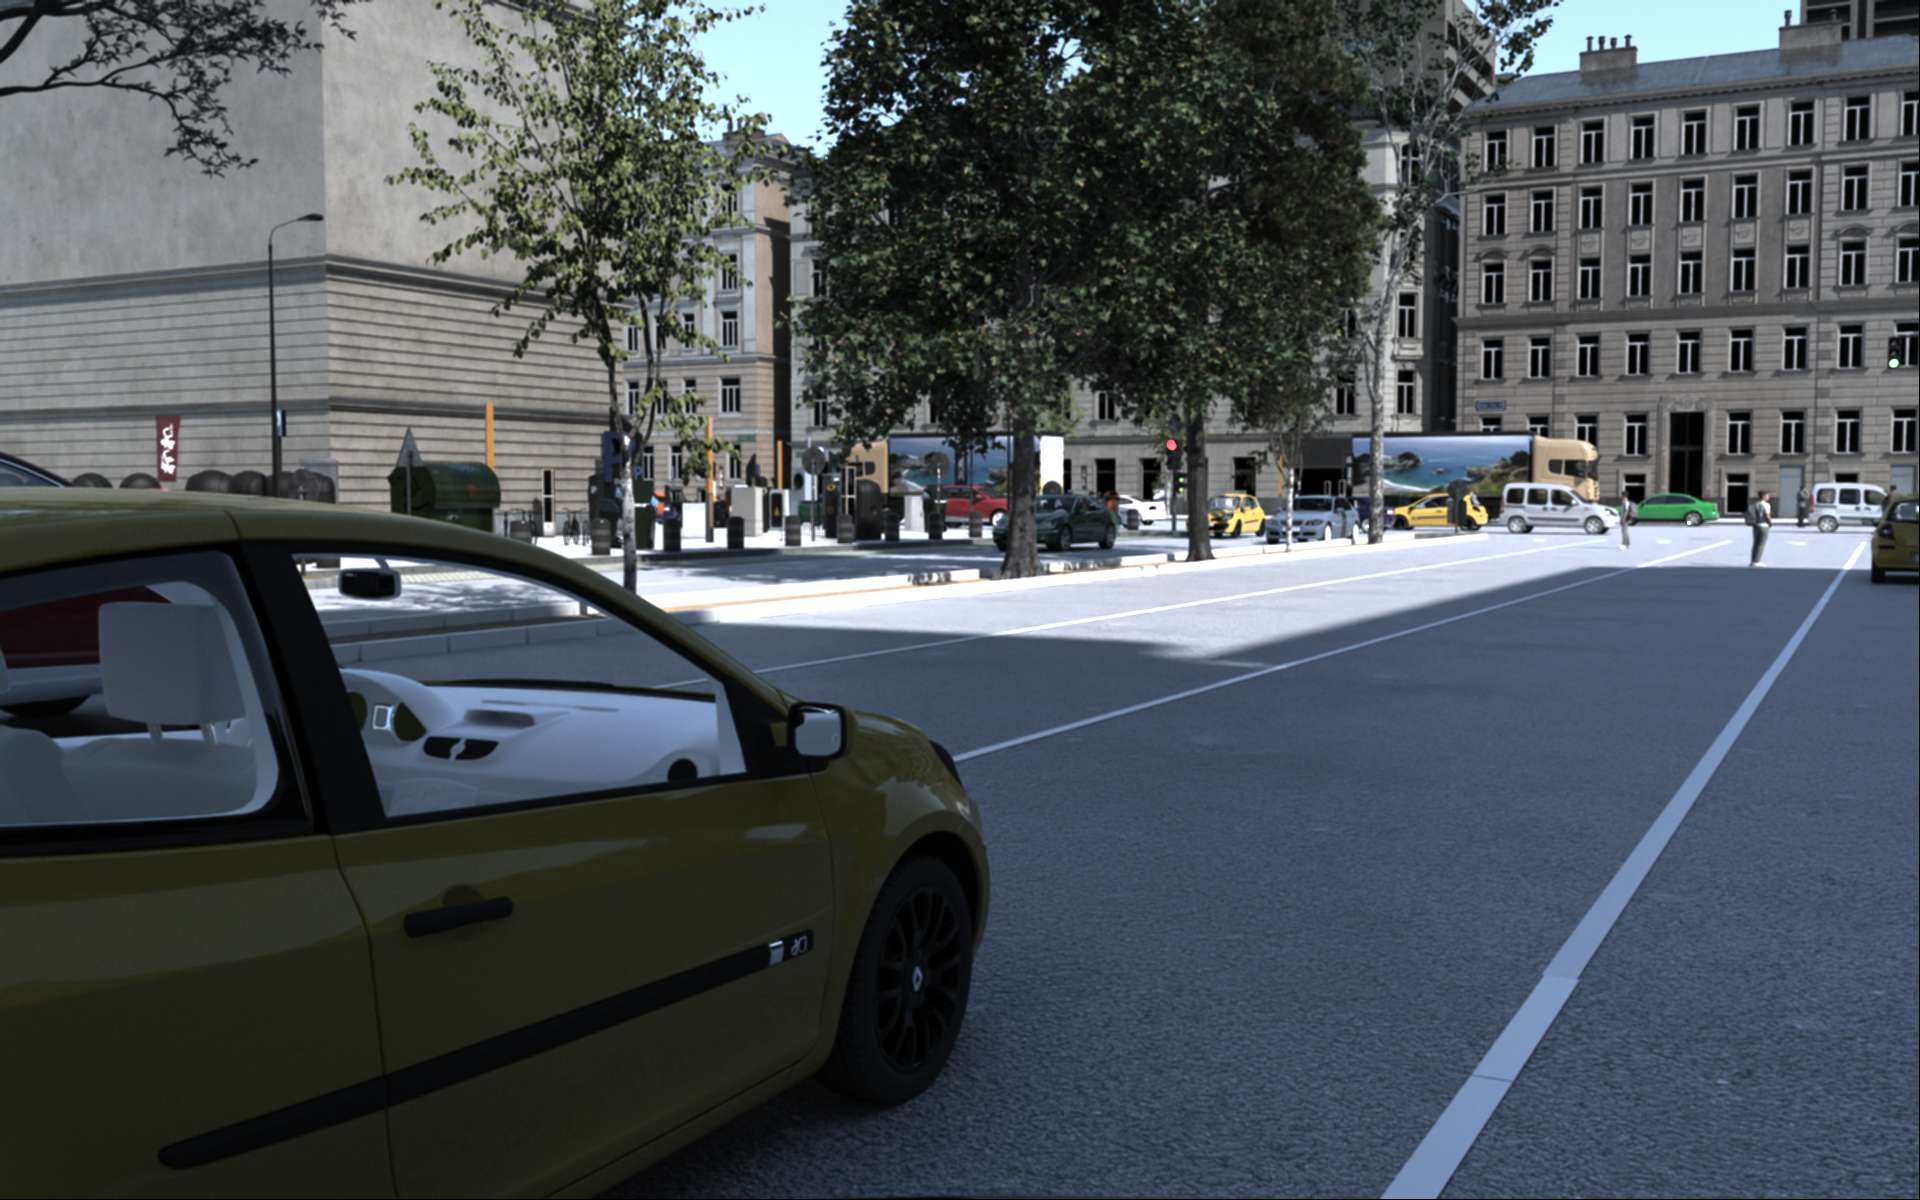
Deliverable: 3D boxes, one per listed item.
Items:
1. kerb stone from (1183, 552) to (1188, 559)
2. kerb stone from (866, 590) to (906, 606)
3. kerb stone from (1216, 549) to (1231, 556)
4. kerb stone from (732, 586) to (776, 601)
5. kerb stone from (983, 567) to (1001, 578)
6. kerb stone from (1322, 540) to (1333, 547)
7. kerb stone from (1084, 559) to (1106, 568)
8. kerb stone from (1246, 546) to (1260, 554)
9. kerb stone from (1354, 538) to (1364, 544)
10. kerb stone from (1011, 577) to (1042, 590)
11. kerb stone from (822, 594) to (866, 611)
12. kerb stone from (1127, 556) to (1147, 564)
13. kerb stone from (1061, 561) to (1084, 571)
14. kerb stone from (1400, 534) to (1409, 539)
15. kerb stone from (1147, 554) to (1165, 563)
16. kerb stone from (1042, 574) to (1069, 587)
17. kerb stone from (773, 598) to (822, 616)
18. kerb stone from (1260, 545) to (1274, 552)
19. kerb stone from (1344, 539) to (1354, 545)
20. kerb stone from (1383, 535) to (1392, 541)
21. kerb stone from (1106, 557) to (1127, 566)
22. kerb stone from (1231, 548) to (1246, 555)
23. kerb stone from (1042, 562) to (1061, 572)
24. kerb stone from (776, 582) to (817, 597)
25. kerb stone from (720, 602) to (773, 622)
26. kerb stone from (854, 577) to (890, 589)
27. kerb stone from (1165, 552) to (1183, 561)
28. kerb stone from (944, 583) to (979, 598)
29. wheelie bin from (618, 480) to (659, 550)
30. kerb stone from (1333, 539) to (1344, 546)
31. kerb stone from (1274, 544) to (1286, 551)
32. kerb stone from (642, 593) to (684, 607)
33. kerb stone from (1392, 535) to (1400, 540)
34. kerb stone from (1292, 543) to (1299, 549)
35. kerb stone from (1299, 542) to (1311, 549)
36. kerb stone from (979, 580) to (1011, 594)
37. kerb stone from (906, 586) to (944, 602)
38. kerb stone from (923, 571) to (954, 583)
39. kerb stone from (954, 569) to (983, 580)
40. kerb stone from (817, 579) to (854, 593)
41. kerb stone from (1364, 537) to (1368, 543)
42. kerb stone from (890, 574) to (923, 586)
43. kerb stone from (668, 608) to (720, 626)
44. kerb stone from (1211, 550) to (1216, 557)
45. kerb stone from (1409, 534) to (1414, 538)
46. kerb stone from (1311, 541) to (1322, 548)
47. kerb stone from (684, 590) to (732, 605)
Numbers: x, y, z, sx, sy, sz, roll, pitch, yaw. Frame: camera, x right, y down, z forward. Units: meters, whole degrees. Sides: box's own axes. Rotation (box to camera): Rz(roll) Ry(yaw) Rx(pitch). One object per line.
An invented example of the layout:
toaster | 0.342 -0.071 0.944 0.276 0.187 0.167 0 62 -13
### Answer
kerb stone | 4.968 -0.970 38.061 0.120 0.150 1.000 2 4 28
kerb stone | -1.036 -0.022 22.551 0.120 0.150 1.000 2 4 28
kerb stone | 5.956 -1.081 39.864 0.120 0.150 1.000 2 4 28
kerb stone | -2.871 -0.076 23.554 0.120 0.150 1.000 2 4 28
kerb stone | 0.555 -0.471 29.892 0.120 0.150 1.000 2 4 28
kerb stone | 9.885 -1.524 47.115 0.120 0.150 1.000 2 4 28
kerb stone | 2.513 -0.693 33.525 0.120 0.150 1.000 2 4 28
kerb stone | 6.935 -1.188 41.676 0.120 0.150 1.000 2 4 28
kerb stone | 11.354 -1.686 49.826 0.120 0.150 1.000 2 4 28
kerb stone | 0.928 -0.243 26.167 0.120 0.150 1.000 2 4 28
kerb stone | -1.516 0.034 21.643 0.120 0.150 1.000 2 4 28
kerb stone | 3.508 -0.804 35.338 0.120 0.150 1.000 2 4 28
kerb stone | 2.027 -0.637 32.609 0.120 0.150 1.000 2 4 28
kerb stone | 13.813 -1.964 54.350 0.120 0.150 1.000 2 4 28
kerb stone | 3.996 -0.856 36.242 0.120 0.150 1.000 2 4 28
kerb stone | 1.407 -0.298 27.075 0.120 0.150 1.000 2 4 28
kerb stone | -2.013 0.089 20.745 0.120 0.150 1.000 2 4 28
kerb stone | 7.431 -1.242 42.587 0.120 0.150 1.000 2 4 28
kerb stone | 10.863 -1.634 48.920 0.120 0.150 1.000 2 4 28
kerb stone | 12.827 -1.856 52.540 0.120 0.150 1.000 2 4 28
kerb stone | 3.015 -0.747 34.430 0.120 0.150 1.000 2 4 28
kerb stone | 6.441 -1.136 40.769 0.120 0.150 1.000 2 4 28
kerb stone | 1.535 -0.582 31.707 0.120 0.150 1.000 2 4 28
kerb stone | -2.386 -0.138 24.459 0.120 0.150 1.000 2 4 28
kerb stone | -2.504 0.144 19.842 0.120 0.150 1.000 2 4 28
kerb stone | -1.409 -0.249 26.265 0.120 0.150 1.000 2 4 28
kerb stone | 4.489 -0.915 37.149 0.120 0.150 1.000 2 4 28
kerb stone | -0.051 -0.132 24.355 0.120 0.150 1.000 2 4 28
wheelie bin | -7.426 -1.971 40.126 0.980 1.594 0.693 0 4 3
kerb stone | 10.374 -1.579 48.018 0.120 0.150 1.000 2 4 28
kerb stone | 7.917 -1.302 43.491 0.120 0.150 1.000 2 4 28
kerb stone | -3.849 0.029 21.748 0.120 0.150 1.000 2 4 28
kerb stone | 13.313 -1.911 53.444 0.120 0.150 1.000 2 4 28
kerb stone | 8.410 -1.358 44.391 0.120 0.150 1.000 2 4 28
kerb stone | 8.902 -1.413 45.301 0.120 0.150 1.000 2 4 28
kerb stone | 0.433 -0.185 25.262 0.120 0.150 1.000 2 4 28
kerb stone | -0.546 -0.077 23.455 0.120 0.150 1.000 2 4 28
kerb stone | -0.424 -0.360 28.085 0.120 0.150 1.000 2 4 28
kerb stone | 0.058 -0.416 28.992 0.120 0.150 1.000 2 4 28
kerb stone | -1.904 -0.194 25.365 0.120 0.150 1.000 2 4 28
kerb stone | 11.849 -1.737 50.728 0.120 0.150 1.000 2 4 28
kerb stone | -0.924 -0.298 27.178 0.120 0.150 1.000 2 4 28
kerb stone | -2.998 0.201 18.942 0.120 0.150 1.000 2 4 28
kerb stone | 5.472 -1.025 38.958 0.120 0.150 1.000 2 4 28
kerb stone | 14.296 -2.018 55.256 0.120 0.150 1.000 2 4 28
kerb stone | 9.394 -1.464 46.207 0.120 0.150 1.000 2 4 28
kerb stone | -3.359 -0.028 22.651 0.120 0.150 1.000 2 4 28
